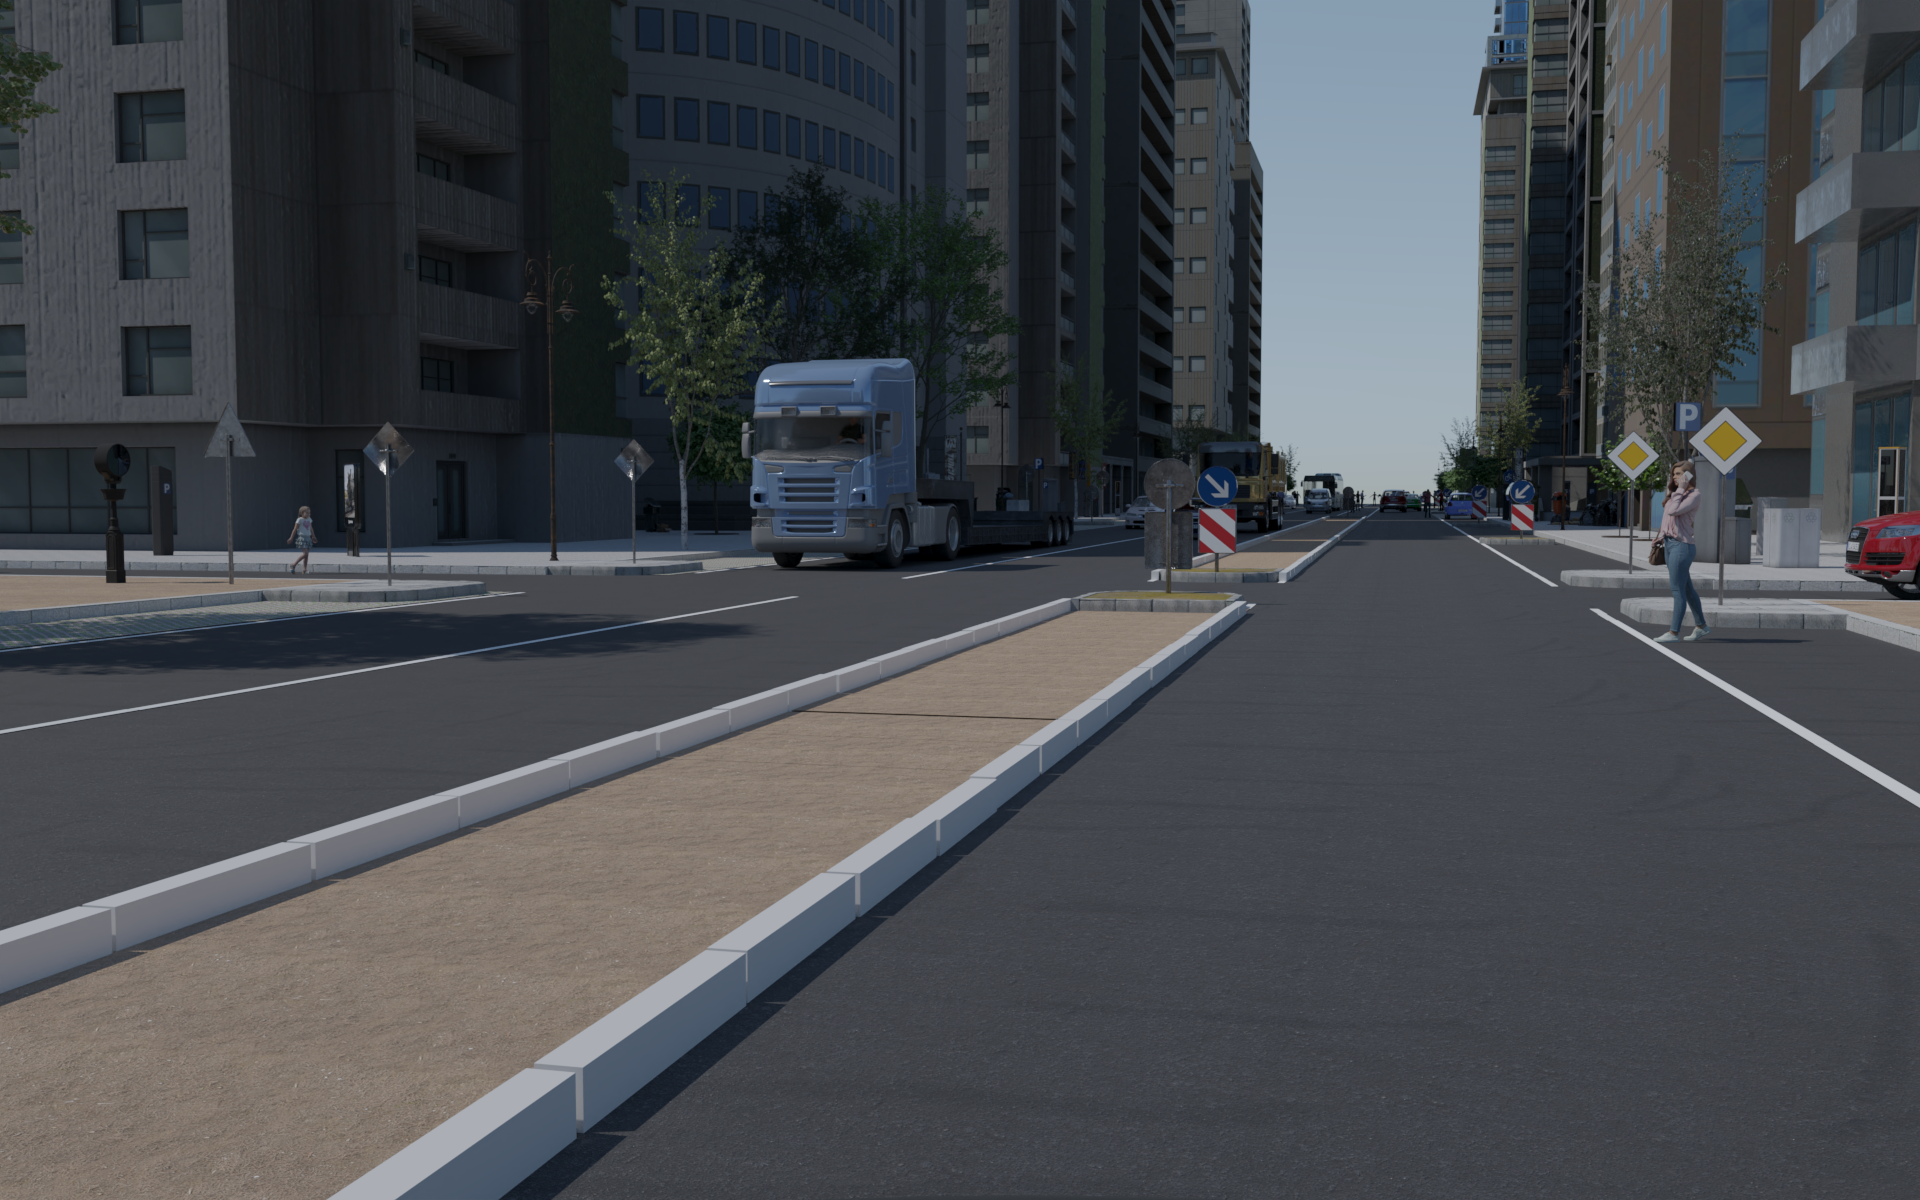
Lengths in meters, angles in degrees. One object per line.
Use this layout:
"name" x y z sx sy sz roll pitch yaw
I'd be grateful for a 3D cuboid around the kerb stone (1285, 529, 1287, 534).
"kerb stone" 11.148 -2.317 60.077 0.120 0.150 1.000 1 4 14

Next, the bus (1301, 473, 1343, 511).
"bus" 30.837 -9.298 146.881 2.948 3.499 13.247 1 4 16

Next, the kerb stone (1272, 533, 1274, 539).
"kerb stone" 9.645 -1.953 54.124 0.120 0.150 1.000 1 4 14

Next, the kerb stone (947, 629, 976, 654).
"kerb stone" -0.055 0.398 15.824 0.120 0.150 1.000 1 4 14

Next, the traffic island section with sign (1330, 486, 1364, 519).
"traffic island section with sign" 22.790 -5.729 101.810 2.006 1.907 1.989 1 4 14

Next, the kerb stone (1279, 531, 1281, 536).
"kerb stone" 10.397 -2.133 57.100 0.120 0.150 1.000 1 4 14

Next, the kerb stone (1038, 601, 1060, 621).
"kerb stone" 0.956 0.149 19.802 0.120 0.150 1.000 1 4 14

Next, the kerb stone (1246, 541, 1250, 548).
"kerb stone" 7.388 -1.406 45.184 0.120 0.150 1.000 1 4 14

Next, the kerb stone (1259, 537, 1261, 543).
"kerb stone" 8.386 -1.649 49.161 0.120 0.150 1.000 1 4 14

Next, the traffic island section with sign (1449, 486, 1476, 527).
"traffic island section with sign" 22.674 -4.127 76.112 1.989 1.847 2.006 1 4 14

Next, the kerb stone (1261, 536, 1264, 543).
"kerb stone" 8.636 -1.710 50.152 0.120 0.150 1.000 1 4 14

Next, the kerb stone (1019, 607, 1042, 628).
"kerb stone" 0.707 0.208 18.798 0.120 0.150 1.000 1 4 14

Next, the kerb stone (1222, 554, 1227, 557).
"kerb stone" 5.877 -1.038 39.220 0.120 0.150 1.000 1 4 14

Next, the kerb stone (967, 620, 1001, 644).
"kerb stone" 0.201 0.329 16.817 0.120 0.150 1.000 1 4 14

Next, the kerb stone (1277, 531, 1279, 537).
"kerb stone" 10.148 -2.074 56.109 0.120 0.150 1.000 1 4 14

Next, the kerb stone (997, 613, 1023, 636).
"kerb stone" 0.460 0.268 17.806 0.120 0.150 1.000 1 4 14

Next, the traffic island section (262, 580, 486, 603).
"traffic island section" -7.982 -0.117 24.187 2.009 0.180 2.903 1 4 14

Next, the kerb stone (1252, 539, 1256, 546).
"kerb stone" 7.882 -1.525 47.168 0.120 0.150 1.000 1 4 14

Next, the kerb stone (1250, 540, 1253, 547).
"kerb stone" 7.637 -1.464 46.175 0.120 0.150 1.000 1 4 14

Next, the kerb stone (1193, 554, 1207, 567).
"kerb stone" 4.864 -0.798 35.244 0.120 0.150 1.000 1 4 14

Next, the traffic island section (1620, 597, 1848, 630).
"traffic island section" 8.781 0.142 19.956 2.009 0.180 2.903 1 4 14

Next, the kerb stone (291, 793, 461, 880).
"kerb stone" -2.308 0.937 6.875 0.120 0.150 1.000 1 4 14

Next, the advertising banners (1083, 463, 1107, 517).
"advertising banners" 7.510 -6.094 95.827 0.090 3.025 2.074 3 5 42

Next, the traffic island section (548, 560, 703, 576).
"traffic island section" -6.024 -0.590 31.929 2.009 0.180 2.903 1 4 14

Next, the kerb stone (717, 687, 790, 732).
"kerb stone" -1.306 0.694 10.844 0.120 0.150 1.000 1 4 14

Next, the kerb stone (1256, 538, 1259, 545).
"kerb stone" 8.137 -1.585 48.165 0.120 0.150 1.000 1 4 14

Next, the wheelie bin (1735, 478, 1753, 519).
"wheelie bin" 15.056 -1.599 34.046 0.980 1.594 0.693 -1 4 -16

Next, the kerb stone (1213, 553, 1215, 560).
"kerb stone" 5.372 -0.917 37.233 0.120 0.150 1.000 1 4 14

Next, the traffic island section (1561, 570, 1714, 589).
"traffic island section" 10.740 -0.331 27.698 2.009 0.180 2.903 1 4 14

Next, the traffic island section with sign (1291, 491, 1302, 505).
"traffic island section with sign" 45.317 -13.835 234.822 1.989 1.847 2.006 1 4 14

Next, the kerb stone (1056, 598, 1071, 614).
"kerb stone" 1.204 0.086 20.794 0.120 0.150 1.000 1 4 14

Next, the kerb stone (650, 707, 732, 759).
"kerb stone" -1.555 0.760 9.853 0.120 0.150 1.000 1 4 14

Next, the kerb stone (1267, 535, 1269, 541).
"kerb stone" 9.142 -1.831 52.139 0.120 0.150 1.000 1 4 14

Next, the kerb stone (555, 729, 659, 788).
"kerb stone" -1.817 0.816 8.860 0.120 0.150 1.000 1 4 14

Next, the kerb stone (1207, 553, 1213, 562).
"kerb stone" 5.130 -0.859 36.240 0.120 0.150 1.000 1 4 14

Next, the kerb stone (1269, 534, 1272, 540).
"kerb stone" 9.392 -1.892 53.130 0.120 0.150 1.000 1 4 14

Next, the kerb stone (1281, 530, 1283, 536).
"kerb stone" 10.645 -2.196 58.092 0.120 0.150 1.000 1 4 14

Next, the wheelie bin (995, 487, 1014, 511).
"wheelie bin" 2.077 -4.505 81.566 0.980 1.594 0.693 2 4 25

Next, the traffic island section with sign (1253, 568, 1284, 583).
"traffic island section with sign" 4.368 -1.273 28.956 2.006 1.907 1.989 1 4 14

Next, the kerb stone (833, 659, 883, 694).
"kerb stone" -0.795 0.577 12.836 0.120 0.150 1.000 1 4 14

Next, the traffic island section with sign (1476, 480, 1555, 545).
"traffic island section with sign" 16.057 -2.529 49.979 1.989 1.847 2.006 1 4 14

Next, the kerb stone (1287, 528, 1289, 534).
"kerb stone" 11.404 -2.377 61.066 0.120 0.150 1.000 1 4 14

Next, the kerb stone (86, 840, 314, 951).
"kerb stone" -2.560 0.998 5.882 0.120 0.150 1.000 1 4 14

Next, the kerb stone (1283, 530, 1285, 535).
"kerb stone" 10.894 -2.256 59.083 0.120 0.150 1.000 1 4 14

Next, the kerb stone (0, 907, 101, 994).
"kerb stone" -2.805 1.058 4.890 0.120 0.150 1.000 1 4 14

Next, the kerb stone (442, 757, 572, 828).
"kerb stone" -2.063 0.878 7.868 0.120 0.150 1.000 1 4 14

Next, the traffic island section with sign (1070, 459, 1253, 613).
"traffic island section with sign" 2.542 -0.834 21.777 2.006 1.907 1.989 1 4 14

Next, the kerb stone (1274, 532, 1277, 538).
"kerb stone" 9.900 -2.013 55.114 0.120 0.150 1.000 1 4 14

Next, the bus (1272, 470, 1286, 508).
"bus" 24.191 -8.920 137.392 2.896 3.916 12.252 1 4 15

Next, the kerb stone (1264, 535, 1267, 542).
"kerb stone" 8.893 -1.771 51.147 0.120 0.150 1.000 1 4 14

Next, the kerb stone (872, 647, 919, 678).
"kerb stone" -0.543 0.512 13.828 0.120 0.150 1.000 1 4 14

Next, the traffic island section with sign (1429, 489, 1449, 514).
"traffic island section with sign" 34.988 -7.104 124.785 1.989 1.847 2.006 1 4 14

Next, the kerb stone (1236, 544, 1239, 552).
"kerb stone" 6.637 -1.223 42.194 0.120 0.150 1.000 1 4 14

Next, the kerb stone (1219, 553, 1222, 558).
"kerb stone" 5.620 -0.980 38.225 0.120 0.150 1.000 1 4 14

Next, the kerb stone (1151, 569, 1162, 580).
"kerb stone" 3.364 -0.432 29.282 0.120 0.150 1.000 1 4 14

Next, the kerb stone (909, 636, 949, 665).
"kerb stone" -0.304 0.450 14.832 0.120 0.150 1.000 1 4 14

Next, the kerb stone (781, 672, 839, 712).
"kerb stone" -1.058 0.634 11.837 0.120 0.150 1.000 1 4 14

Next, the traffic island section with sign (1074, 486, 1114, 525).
"traffic island section with sign" 6.043 -4.340 79.591 1.989 1.847 2.006 1 4 14

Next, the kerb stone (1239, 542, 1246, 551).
"kerb stone" 7.136 -1.345 44.190 0.120 0.150 1.000 1 4 14

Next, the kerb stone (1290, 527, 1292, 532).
"kerb stone" 11.909 -2.499 63.051 0.120 0.150 1.000 1 4 14
